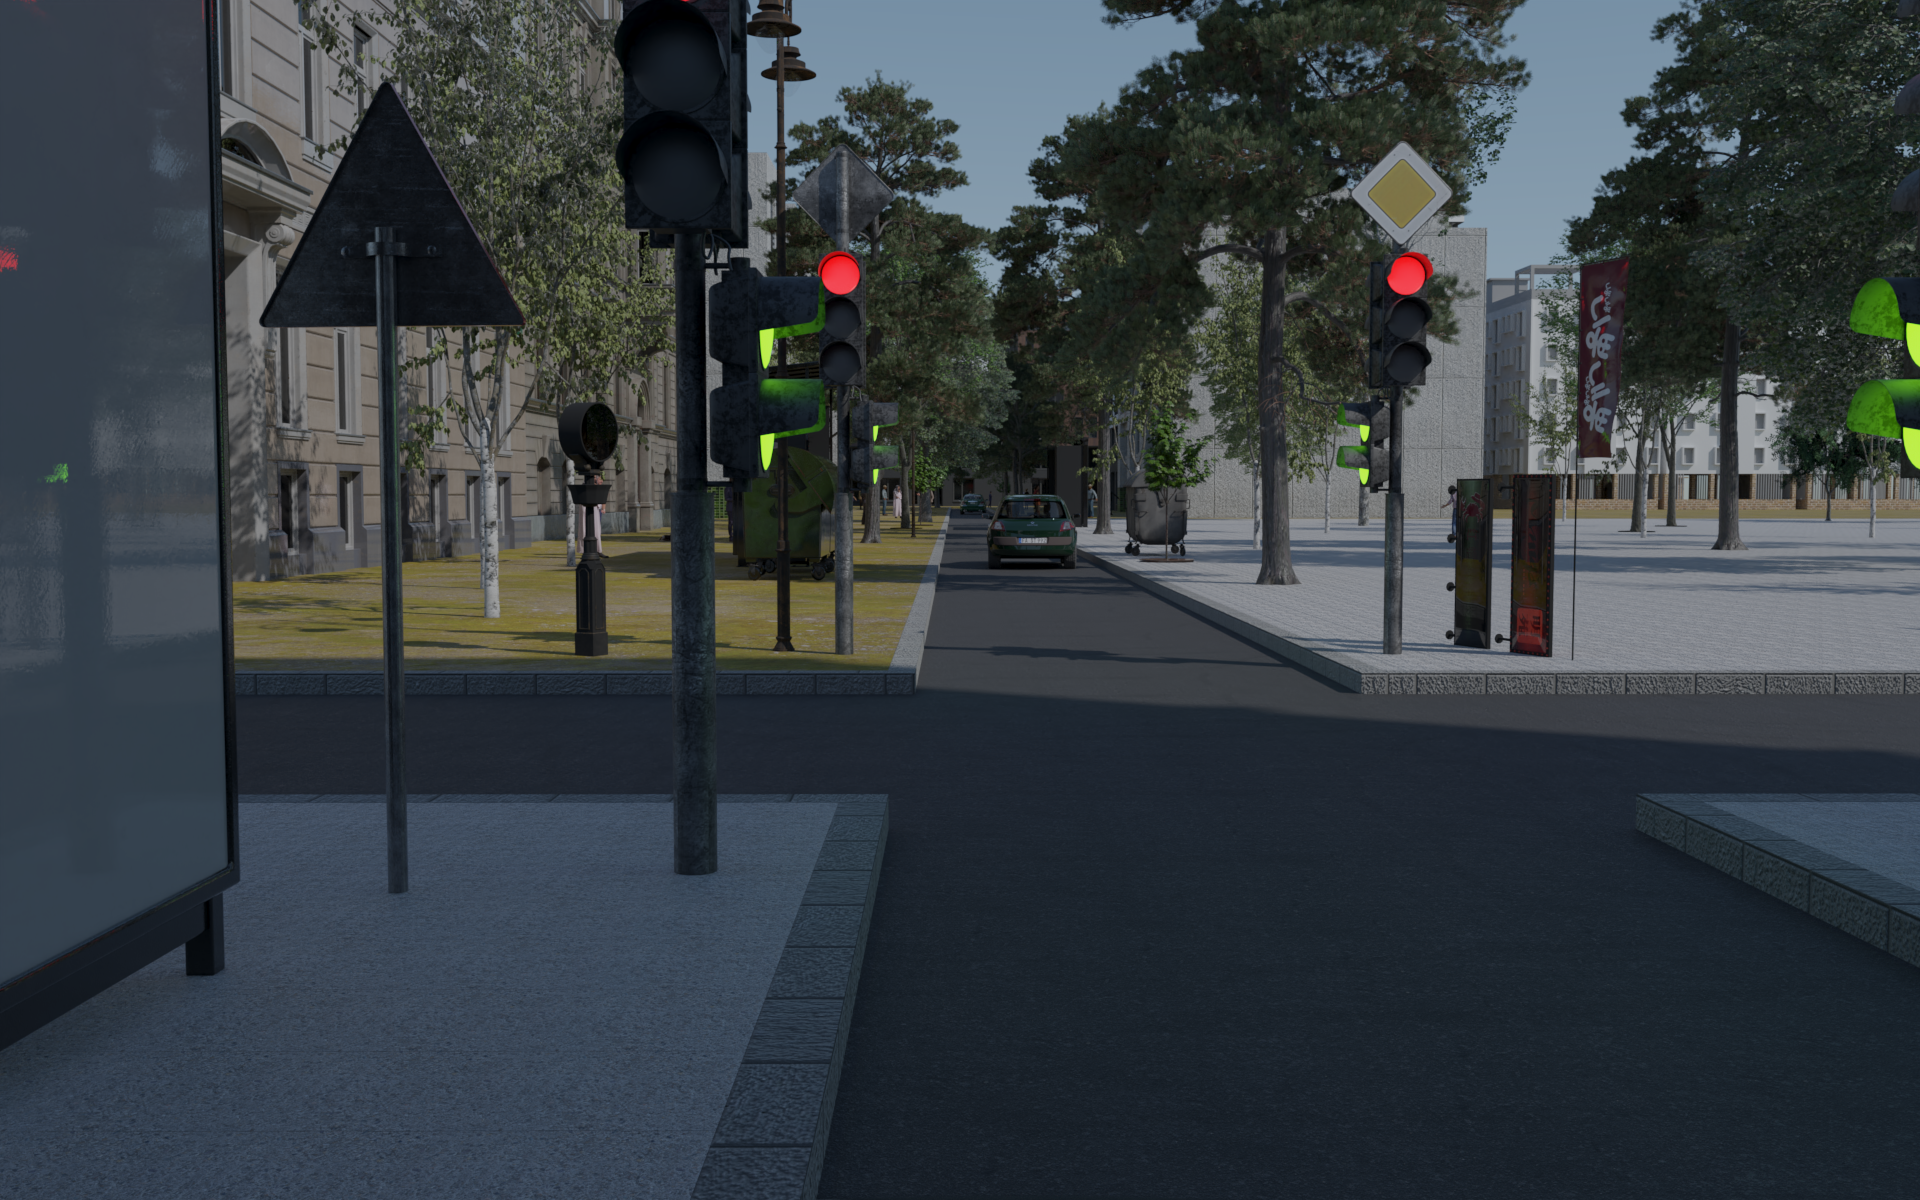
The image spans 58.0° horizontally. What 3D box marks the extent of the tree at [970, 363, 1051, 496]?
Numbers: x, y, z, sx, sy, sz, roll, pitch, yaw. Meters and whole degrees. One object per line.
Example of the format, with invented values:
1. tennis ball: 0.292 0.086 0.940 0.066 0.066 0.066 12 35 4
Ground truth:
1. tree: 4.127 -13.569 139.973 7.486 12.596 7.792 0 3 0

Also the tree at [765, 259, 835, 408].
1. tree: -4.888 -6.274 52.937 4.737 8.622 4.395 0 3 0

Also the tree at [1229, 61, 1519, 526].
1. tree: 15.297 -13.114 70.302 12.611 20.169 13.585 0 3 0

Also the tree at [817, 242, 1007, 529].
1. tree: -1.972 -8.439 63.732 9.928 11.665 9.643 0 3 0

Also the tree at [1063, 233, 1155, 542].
1. tree: 4.739 -5.894 46.735 4.737 8.622 4.395 0 3 0

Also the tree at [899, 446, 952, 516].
1. tree: -2.201 -8.102 116.187 4.285 4.588 4.351 0 3 0

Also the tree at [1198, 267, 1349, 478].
1. tree: 15.168 -10.146 84.019 7.486 12.596 7.792 0 3 0

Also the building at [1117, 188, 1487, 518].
1. building: 19.793 -14.817 108.721 16.747 18.905 31.486 0 4 0

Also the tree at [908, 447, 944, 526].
1. tree: -1.465 -4.627 70.257 1.663 3.219 1.824 0 3 0

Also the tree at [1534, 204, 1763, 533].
1. tree: 27.852 -8.696 67.928 9.928 11.665 9.643 0 3 0

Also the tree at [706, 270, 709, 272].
1. tree: -6.708 -4.914 30.705 4.737 8.622 4.395 0 3 0

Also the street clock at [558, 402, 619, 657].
1. street clock: -2.932 -0.560 13.724 0.358 2.002 0.471 2 4 27

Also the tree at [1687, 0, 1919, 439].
1. tree: 16.743 -7.480 28.953 9.857 13.997 8.962 0 3 0

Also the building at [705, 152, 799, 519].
1. building: -18.404 -14.630 105.661 16.747 18.905 31.486 0 4 0

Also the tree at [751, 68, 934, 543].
1. tree: -2.227 -7.528 45.144 6.751 12.117 7.091 0 3 0

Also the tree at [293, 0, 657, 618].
1. tree: -4.729 -4.110 17.567 4.360 8.622 3.978 0 3 0

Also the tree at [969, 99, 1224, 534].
1. tree: 4.364 -9.018 54.869 7.806 13.903 7.818 0 3 0

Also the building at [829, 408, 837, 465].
1. building: -25.737 -17.268 148.783 31.486 18.905 16.747 0 4 0

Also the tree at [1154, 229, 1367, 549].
1. tree: 6.928 -5.480 39.965 4.737 8.622 4.395 0 3 0

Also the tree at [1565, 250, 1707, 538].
1. tree: 20.022 -6.136 50.685 4.360 8.622 3.978 0 3 0

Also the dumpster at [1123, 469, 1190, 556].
1. dumpster: 4.137 -1.876 36.431 1.264 1.857 1.865 0 4 0

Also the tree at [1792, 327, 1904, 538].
1. tree: 26.673 -6.144 50.810 4.737 8.622 4.395 0 3 0

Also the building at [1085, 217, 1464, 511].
1. building: 25.611 -18.157 140.836 27.936 21.610 32.646 0 4 0

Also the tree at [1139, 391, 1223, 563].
1. tree: 3.835 -2.323 32.581 1.663 3.219 1.824 0 3 0

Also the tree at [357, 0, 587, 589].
1. tree: -6.408 -4.469 23.429 4.737 8.622 4.395 0 3 0

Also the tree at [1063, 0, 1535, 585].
1. tree: 4.433 -6.257 24.360 6.751 12.117 7.091 0 3 0

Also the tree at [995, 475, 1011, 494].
1. tree: 4.052 -9.561 150.931 1.663 3.219 1.824 0 3 0

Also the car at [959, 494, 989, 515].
1. car: 0.946 -6.777 122.594 2.131 1.459 4.920 0 4 2

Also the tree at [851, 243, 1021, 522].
1. tree: -1.543 -10.536 78.925 9.857 13.997 8.962 0 3 0

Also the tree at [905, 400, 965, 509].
1. tree: -2.839 -14.888 150.837 7.806 13.903 7.818 0 3 0

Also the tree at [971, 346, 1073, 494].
1. tree: 3.566 -10.622 108.078 7.601 10.594 8.767 0 4 -6

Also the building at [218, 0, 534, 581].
1. building: -16.540 -15.007 31.261 13.634 28.700 20.117 0 4 0

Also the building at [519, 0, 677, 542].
1. building: -16.600 -14.659 58.754 14.460 24.649 34.723 0 4 0

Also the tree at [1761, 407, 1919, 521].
1. tree: 46.418 -6.953 76.594 20.602 7.101 11.467 2 4 30

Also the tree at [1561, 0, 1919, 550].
1. tree: 17.881 -8.085 39.608 7.806 13.903 7.818 0 3 0

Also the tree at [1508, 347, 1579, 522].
1. tree: 28.066 -7.977 80.786 4.737 8.622 4.395 0 3 0

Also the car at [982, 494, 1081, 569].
1. car: 1.423 -1.513 34.527 2.009 1.686 4.222 0 4 2
